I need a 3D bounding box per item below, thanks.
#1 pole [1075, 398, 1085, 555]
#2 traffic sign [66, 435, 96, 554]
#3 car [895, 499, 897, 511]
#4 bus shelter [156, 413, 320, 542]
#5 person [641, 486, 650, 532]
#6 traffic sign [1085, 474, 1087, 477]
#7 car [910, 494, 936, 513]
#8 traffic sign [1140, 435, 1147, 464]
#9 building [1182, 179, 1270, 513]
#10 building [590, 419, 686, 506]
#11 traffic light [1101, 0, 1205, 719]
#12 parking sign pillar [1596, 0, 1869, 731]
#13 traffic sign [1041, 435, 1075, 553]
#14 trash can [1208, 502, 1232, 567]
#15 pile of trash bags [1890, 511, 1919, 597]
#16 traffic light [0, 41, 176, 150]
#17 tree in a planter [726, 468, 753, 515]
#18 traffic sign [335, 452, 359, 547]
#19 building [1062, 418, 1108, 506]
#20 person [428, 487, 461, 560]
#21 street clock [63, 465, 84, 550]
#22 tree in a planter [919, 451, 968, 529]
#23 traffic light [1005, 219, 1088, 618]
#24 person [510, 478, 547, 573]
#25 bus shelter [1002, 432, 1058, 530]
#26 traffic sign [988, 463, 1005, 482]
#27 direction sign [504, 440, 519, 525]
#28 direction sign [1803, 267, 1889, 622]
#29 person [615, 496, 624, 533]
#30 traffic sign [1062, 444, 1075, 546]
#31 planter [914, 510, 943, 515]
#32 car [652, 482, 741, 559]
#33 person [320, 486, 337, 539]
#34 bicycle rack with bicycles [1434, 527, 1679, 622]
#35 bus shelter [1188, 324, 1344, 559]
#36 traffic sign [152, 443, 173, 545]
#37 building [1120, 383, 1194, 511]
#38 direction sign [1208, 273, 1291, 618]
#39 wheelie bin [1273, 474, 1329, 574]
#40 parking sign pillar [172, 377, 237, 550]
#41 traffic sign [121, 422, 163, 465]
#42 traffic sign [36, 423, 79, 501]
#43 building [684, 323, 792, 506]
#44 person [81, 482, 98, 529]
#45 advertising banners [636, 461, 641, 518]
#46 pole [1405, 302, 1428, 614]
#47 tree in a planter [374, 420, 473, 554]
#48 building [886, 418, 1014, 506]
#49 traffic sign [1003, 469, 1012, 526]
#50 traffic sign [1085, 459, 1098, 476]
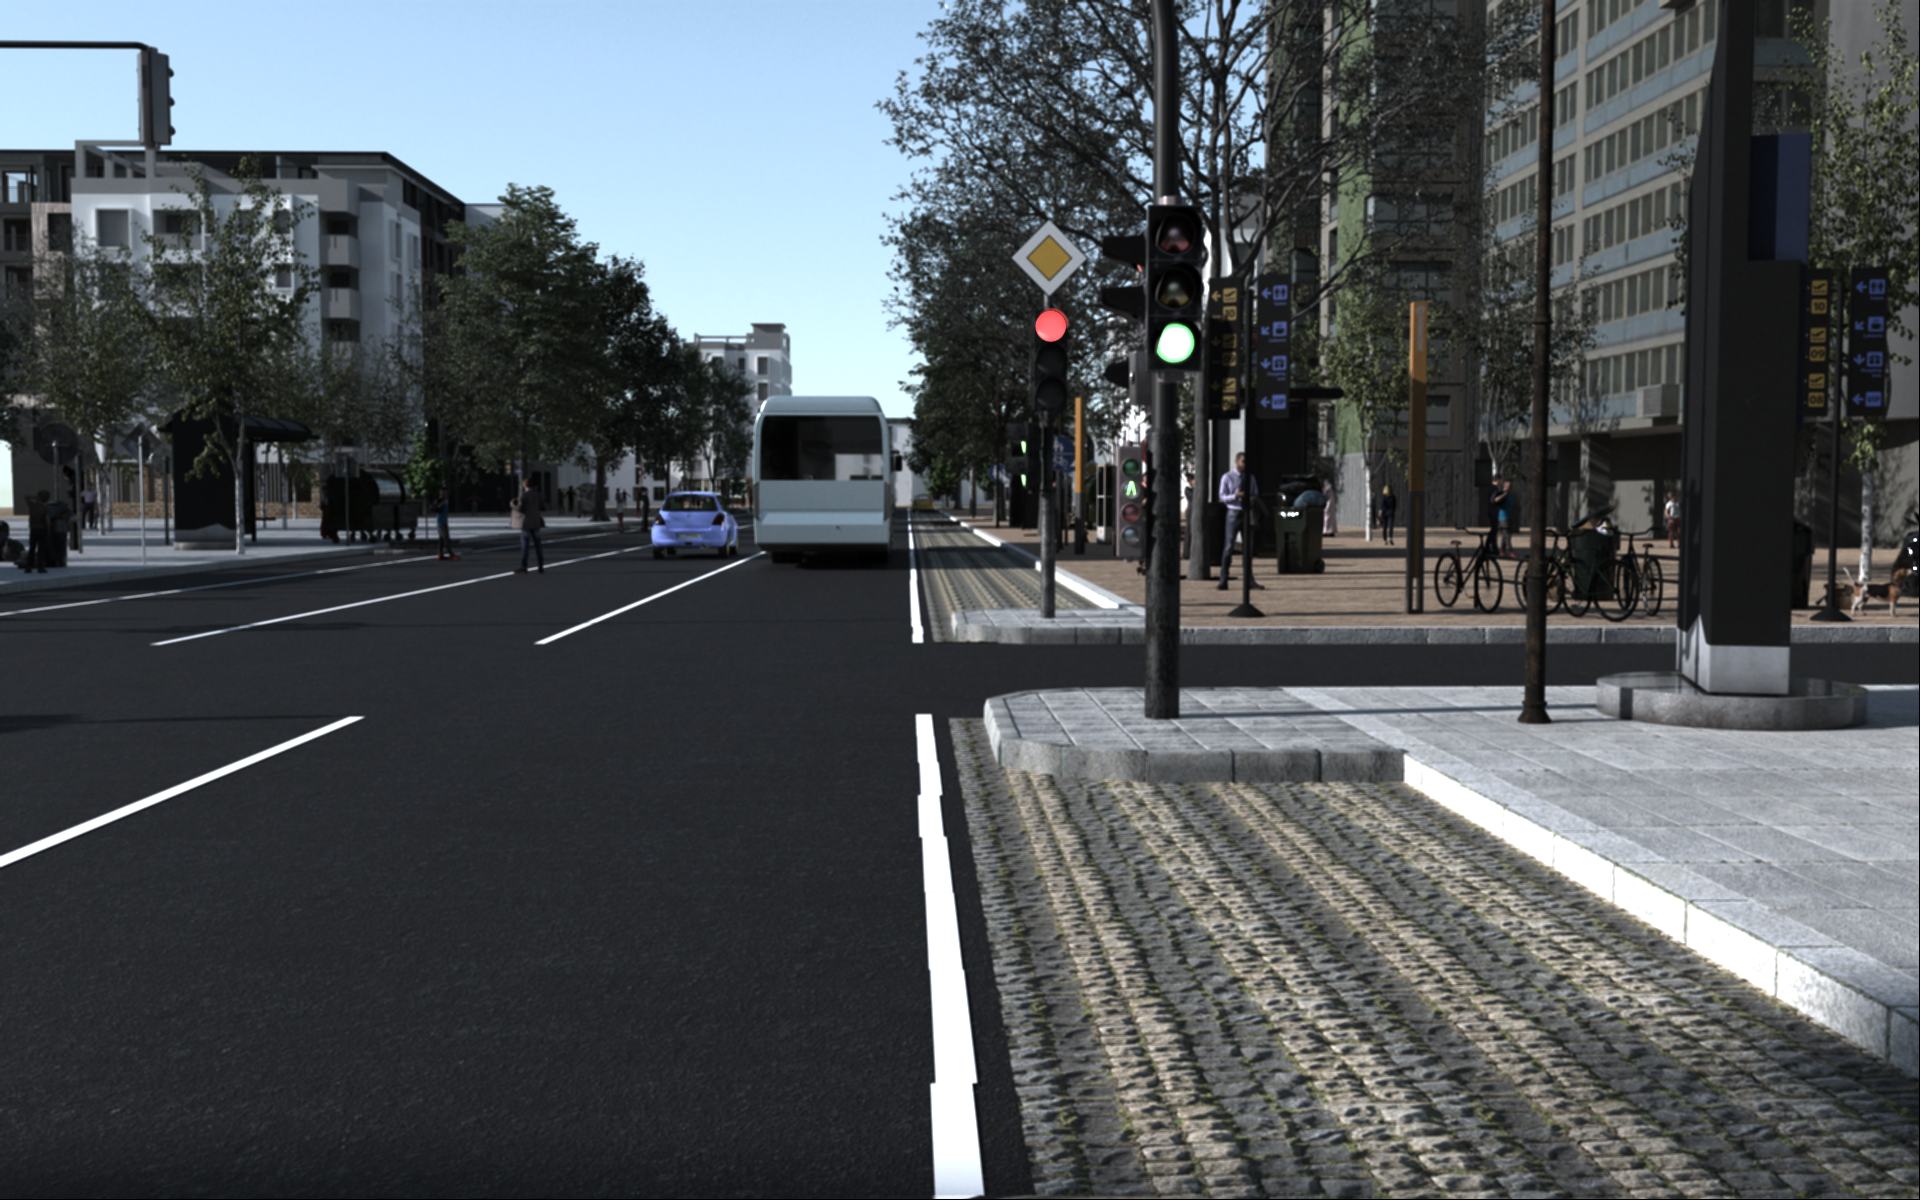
[{"bbox_3d":[2.545,-2.623,36.729,0.158,3.312,0.155,0,3,0],"label":"pole"},{"bbox_3d":[-18.983,-2.275,37.308,0.768,2.556,0.104,0,4,5],"label":"traffic sign"},{"bbox_3d":[-6.462,-8.583,150.551,2.015,1.641,3.980,0,4,-3],"label":"car"},{"bbox_3d":[-18.233,-3.071,44.134,2.014,3.302,5.546,0,4,-2],"label":"bus shelter"},{"bbox_3d":[-11.860,-3.450,65.708,0.445,1.727,0.742,-2,4,-34],"label":"person"},{"bbox_3d":[5.651,-4.497,73.635,0.768,2.556,0.104,0,4,2],"label":"traffic sign"},{"bbox_3d":[-2.822,-7.518,133.142,2.015,1.641,3.980,0,4,-1],"label":"car"},{"bbox_3d":[4.000,-2.130,34.935,0.768,2.556,0.104,0,4,5],"label":"traffic sign"},{"bbox_3d":[22.446,-15.498,109.819,16.016,20.091,11.380,0,4,-2],"label":"building"},{"bbox_3d":[-44.949,-15.414,194.171,28.070,9.664,9.099,0,4,-2],"label":"building"},{"bbox_3d":[-0.953,-2.140,9.665,4.771,5.953,1.251,0,4,-2],"label":"traffic light"},{"bbox_3d":[4.470,-1.314,9.960,1.447,3.967,1.447,1,4,15],"label":"parking sign pillar"},{"bbox_3d":[2.122,-2.285,37.469,0.768,2.556,0.104,0,4,1],"label":"traffic sign"},{"bbox_3d":[4.526,-1.169,30.759,0.748,1.137,0.748,0,3,0],"label":"trash can"},{"bbox_3d":[13.372,-0.692,21.069,3.447,1.369,1.912,1,4,11],"label":"pile of trash bags"},{"bbox_3d":[-10.434,-2.621,17.527,4.771,5.953,1.251,0,4,-2],"label":"traffic light"},{"bbox_3d":[-15.334,-7.463,119.236,1.991,3.239,1.994,0,4,-2],"label":"tree in a planter"},{"bbox_3d":[-14.932,-2.451,42.197,0.606,2.300,0.079,0,4,6],"label":"traffic sign"},{"bbox_3d":[22.548,-15.524,195.969,28.070,9.664,9.099,0,4,-2],"label":"building"},{"bbox_3d":[-11.205,-1.667,37.628,0.662,1.594,0.647,-1,4,-20],"label":"person"},{"bbox_3d":[-20.207,-2.137,39.511,0.471,2.002,0.358,2,4,32],"label":"street clock"},{"bbox_3d":[-0.691,-4.530,71.288,1.991,3.239,1.994,0,4,-2],"label":"tree in a planter"},{"bbox_3d":[0.892,-1.769,17.851,0.839,4.253,0.868,0,4,-2],"label":"traffic light"},{"bbox_3d":[-7.822,-1.349,31.371,0.655,1.722,0.431,-3,5,-40],"label":"person"},{"bbox_3d":[2.617,-4.483,64.579,1.731,3.624,6.357,0,4,-2],"label":"bus shelter"},{"bbox_3d":[1.551,-4.356,71.327,0.768,2.556,0.104,0,4,8],"label":"traffic sign"},{"bbox_3d":[-18.737,-4.928,72.576,0.876,3.537,0.379,2,4,30],"label":"direction sign"},{"bbox_3d":[8.822,-1.556,17.442,0.876,3.537,0.379,1,4,9],"label":"direction sign"},{"bbox_3d":[-12.697,-3.197,64.676,0.435,1.345,0.340,2,4,34],"label":"person"},{"bbox_3d":[2.621,-2.603,42.659,0.768,2.556,0.104,0,4,6],"label":"traffic sign"},{"bbox_3d":[-2.159,-6.040,119.891,1.991,0.319,1.994,0,4,-2],"label":"planter"},{"bbox_3d":[-6.034,-1.843,39.718,1.945,1.707,3.694,0,4,-3],"label":"car"},{"bbox_3d":[-18.083,-2.511,49.560,0.387,1.526,0.523,1,4,22],"label":"person"},{"bbox_3d":[6.637,-0.313,18.494,2.852,0.926,2.925,0,4,-3],"label":"bicycle rack with bicycles"},{"bbox_3d":[6.388,-3.719,38.436,2.179,5.291,8.768,0,4,-2],"label":"bus shelter"},{"bbox_3d":[-19.937,-2.653,43.482,0.768,2.556,0.104,0,4,8],"label":"traffic sign"},{"bbox_3d":[18.230,-11.495,130.090,9.099,9.664,28.070,0,4,-2],"label":"building"},{"bbox_3d":[2.999,-1.593,18.046,0.876,3.537,0.379,2,4,28],"label":"direction sign"},{"bbox_3d":[5.492,-1.224,27.915,0.980,1.594,0.693,3,5,41],"label":"wheelie bin"},{"bbox_3d":[-17.435,-3.153,40.021,1.447,3.967,1.447,-1,4,-13],"label":"parking sign pillar"},{"bbox_3d":[-14.906,-1.947,31.567,0.795,2.593,0.064,0,4,5],"label":"traffic sign"},{"bbox_3d":[-16.178,-1.893,31.065,0.768,2.556,0.104,0,4,-1],"label":"traffic sign"},{"bbox_3d":[-25.342,-20.895,198.049,11.380,20.091,16.016,0,4,-2],"label":"building"},{"bbox_3d":[-31.910,-3.456,63.486,0.756,1.711,0.436,0,4,-7],"label":"person"},{"bbox_3d":[-16.989,-5.835,91.587,0.090,3.025,2.074,-1,4,-16],"label":"advertising banners"},{"bbox_3d":[4.874,-1.507,18.484,0.158,3.312,0.155,0,3,0],"label":"pole"},{"bbox_3d":[-12.994,-2.746,42.116,1.991,3.239,1.994,0,4,-2],"label":"tree in a planter"},{"bbox_3d":[-5.526,-15.507,195.679,28.070,9.664,9.099,0,4,-2],"label":"building"},{"bbox_3d":[1.996,-4.101,69.188,0.606,2.300,0.079,0,4,4],"label":"traffic sign"},{"bbox_3d":[4.911,-3.949,64.304,0.795,2.593,0.064,0,4,5],"label":"traffic sign"}]
